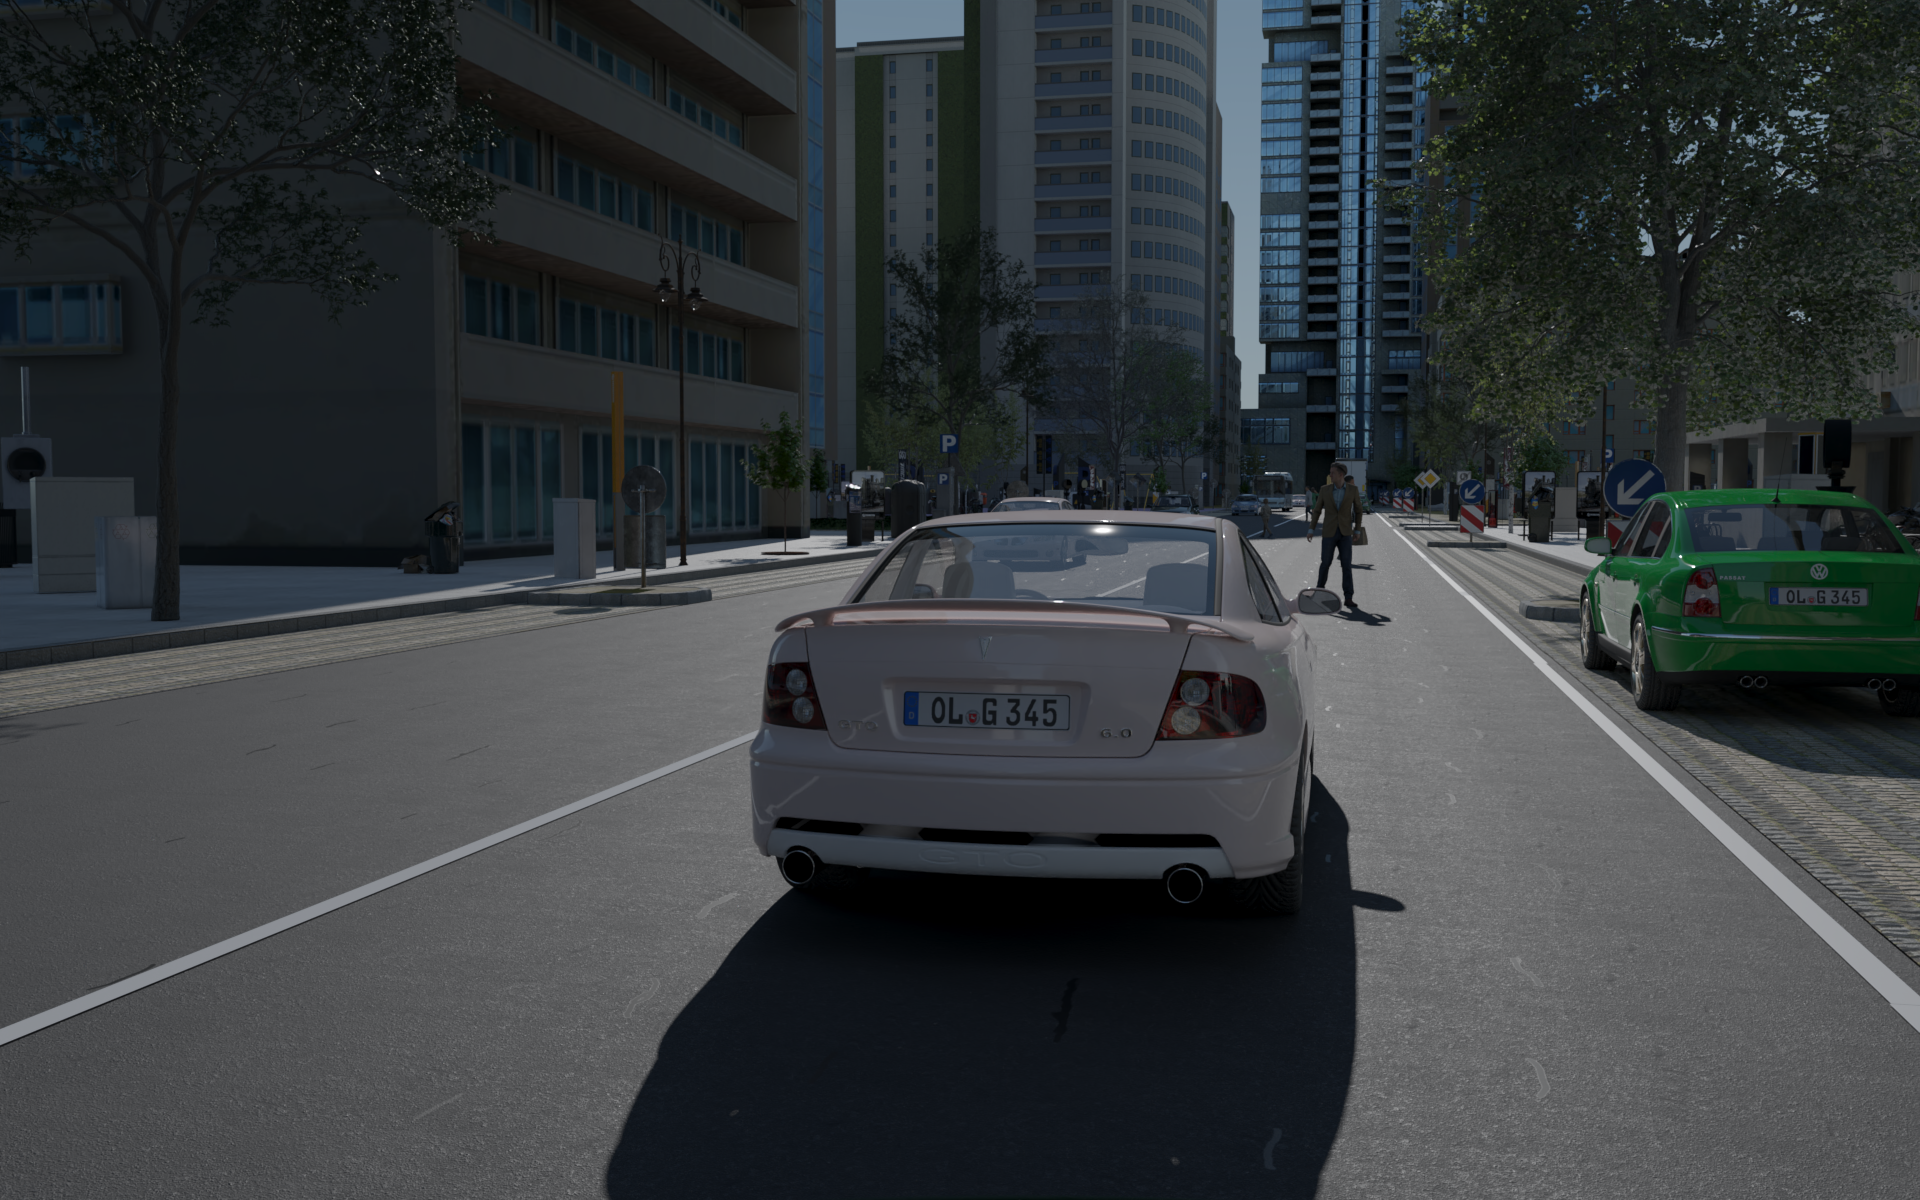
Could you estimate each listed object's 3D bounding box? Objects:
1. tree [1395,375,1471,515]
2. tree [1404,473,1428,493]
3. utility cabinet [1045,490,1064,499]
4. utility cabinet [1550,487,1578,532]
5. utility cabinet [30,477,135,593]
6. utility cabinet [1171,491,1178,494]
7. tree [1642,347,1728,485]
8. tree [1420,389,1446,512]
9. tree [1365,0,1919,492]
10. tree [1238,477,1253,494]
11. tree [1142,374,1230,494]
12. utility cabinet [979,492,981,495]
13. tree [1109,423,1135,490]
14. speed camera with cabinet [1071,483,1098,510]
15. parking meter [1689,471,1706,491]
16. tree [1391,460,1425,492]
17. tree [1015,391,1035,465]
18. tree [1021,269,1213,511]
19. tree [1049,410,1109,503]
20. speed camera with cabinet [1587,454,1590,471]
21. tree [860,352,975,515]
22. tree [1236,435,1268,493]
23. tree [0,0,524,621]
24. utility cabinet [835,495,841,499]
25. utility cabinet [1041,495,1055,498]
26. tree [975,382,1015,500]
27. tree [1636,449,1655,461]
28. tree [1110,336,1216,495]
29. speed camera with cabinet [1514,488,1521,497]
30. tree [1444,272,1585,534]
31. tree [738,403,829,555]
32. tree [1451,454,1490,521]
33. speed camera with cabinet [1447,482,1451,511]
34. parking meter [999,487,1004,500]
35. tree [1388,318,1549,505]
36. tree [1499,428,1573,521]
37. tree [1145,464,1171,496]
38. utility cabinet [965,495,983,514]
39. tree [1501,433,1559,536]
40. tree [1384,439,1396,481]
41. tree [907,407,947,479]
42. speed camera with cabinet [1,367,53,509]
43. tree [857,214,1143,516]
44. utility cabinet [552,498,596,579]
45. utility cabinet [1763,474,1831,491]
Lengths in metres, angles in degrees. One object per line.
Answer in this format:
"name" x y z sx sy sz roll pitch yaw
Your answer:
"tree" 29.722 -9.559 106.654 4.737 8.622 4.395 0 3 0
"tree" 41.445 -9.951 157.299 1.663 3.219 1.824 0 3 0
"utility cabinet" 5.150 -5.280 95.005 0.318 1.500 1.173 -3 5 -44
"utility cabinet" 19.820 -2.975 57.322 1.173 1.500 0.318 0 4 -1
"utility cabinet" -11.459 -0.854 22.649 1.173 1.500 0.318 -3 5 -40
"utility cabinet" 18.057 -8.521 148.000 1.173 1.500 0.318 -2 4 -26
"tree" 35.470 -8.191 84.289 4.737 8.622 4.395 0 3 0
"tree" 33.956 -10.398 120.369 4.360 8.622 3.978 0 3 0
"tree" 11.495 -7.392 27.522 9.857 13.997 8.962 0 3 0
"tree" 33.146 -12.670 201.751 1.663 3.219 1.824 0 3 0
"tree" 15.701 -11.532 122.967 7.601 10.594 8.767 1 4 17
"utility cabinet" 1.294 -8.830 153.048 1.173 1.500 0.318 -3 4 -36
"tree" 12.610 -12.090 148.041 4.360 8.622 3.978 0 3 0
"speed camera with cabinet" 9.499 -8.430 132.168 2.038 3.252 0.660 2 4 24
"parking meter" 18.883 -2.364 44.364 0.399 1.863 0.255 1 4 20
"tree" 43.225 -11.199 166.815 4.285 4.588 4.351 0 3 0
"tree" 2.908 -9.976 113.475 4.737 8.622 4.395 0 3 0
"tree" 8.481 -11.238 94.107 12.009 13.543 11.850 0 3 0
"tree" 9.111 -11.680 141.338 4.360 8.622 3.978 0 3 0
"speed camera with cabinet" 31.204 -5.562 85.270 0.660 3.252 2.038 1 4 13
"tree" -2.518 -8.417 87.979 4.737 8.622 4.395 0 3 0
"tree" 35.550 -15.898 210.300 4.737 8.622 4.395 0 3 0
"tree" -7.829 -5.083 17.521 8.767 10.594 7.601 3 5 41
"utility cabinet" -8.294 -6.336 114.754 1.020 1.237 0.306 -2 4 -29
"utility cabinet" 4.033 -4.418 83.403 1.020 1.237 0.306 2 4 25
"tree" 0.144 -9.470 105.194 4.737 8.622 4.395 0 3 0
"tree" 48.016 -8.316 119.682 4.285 4.588 4.351 0 3 0
"tree" 13.380 -11.568 114.888 9.928 11.665 9.643 0 3 0
"speed camera with cabinet" 42.553 -8.275 129.632 2.038 3.252 0.660 2 4 32
"tree" 18.162 -6.465 56.069 4.360 8.622 3.978 0 3 0
"tree" -3.634 -2.580 36.779 1.663 3.219 1.824 0 3 0
"tree" 24.381 -5.402 82.921 1.663 3.219 1.824 0 3 0
"speed camera with cabinet" 37.427 -8.499 133.289 0.660 3.252 2.038 2 4 23
"parking meter" 3.371 -8.157 139.085 0.255 1.863 0.399 -3 5 -39
"tree" 27.134 -9.675 92.604 8.767 10.594 7.601 1 4 17
"tree" 27.812 -6.109 83.597 4.285 4.588 4.351 0 3 0
"tree" 12.678 -6.987 108.843 1.663 3.219 1.824 0 3 0
"utility cabinet" 0.940 -6.116 111.162 1.020 1.237 0.306 -1 4 -14
"tree" 17.588 -3.564 52.868 1.663 3.219 1.824 0 3 0
"tree" 56.894 -16.750 224.224 4.737 8.622 4.395 0 3 0
"tree" -1.881 -11.689 141.471 4.360 8.622 3.978 0 3 0
"speed camera with cabinet" -15.080 -1.971 26.566 2.038 3.252 0.660 -2 4 -25
"tree" 0.113 -7.497 56.988 7.601 10.594 8.767 -3 4 -36
"utility cabinet" -5.909 -0.943 26.574 0.306 1.237 1.020 -2 4 -35
"utility cabinet" 9.340 -0.654 19.376 1.173 1.500 0.318 -3 5 -44
